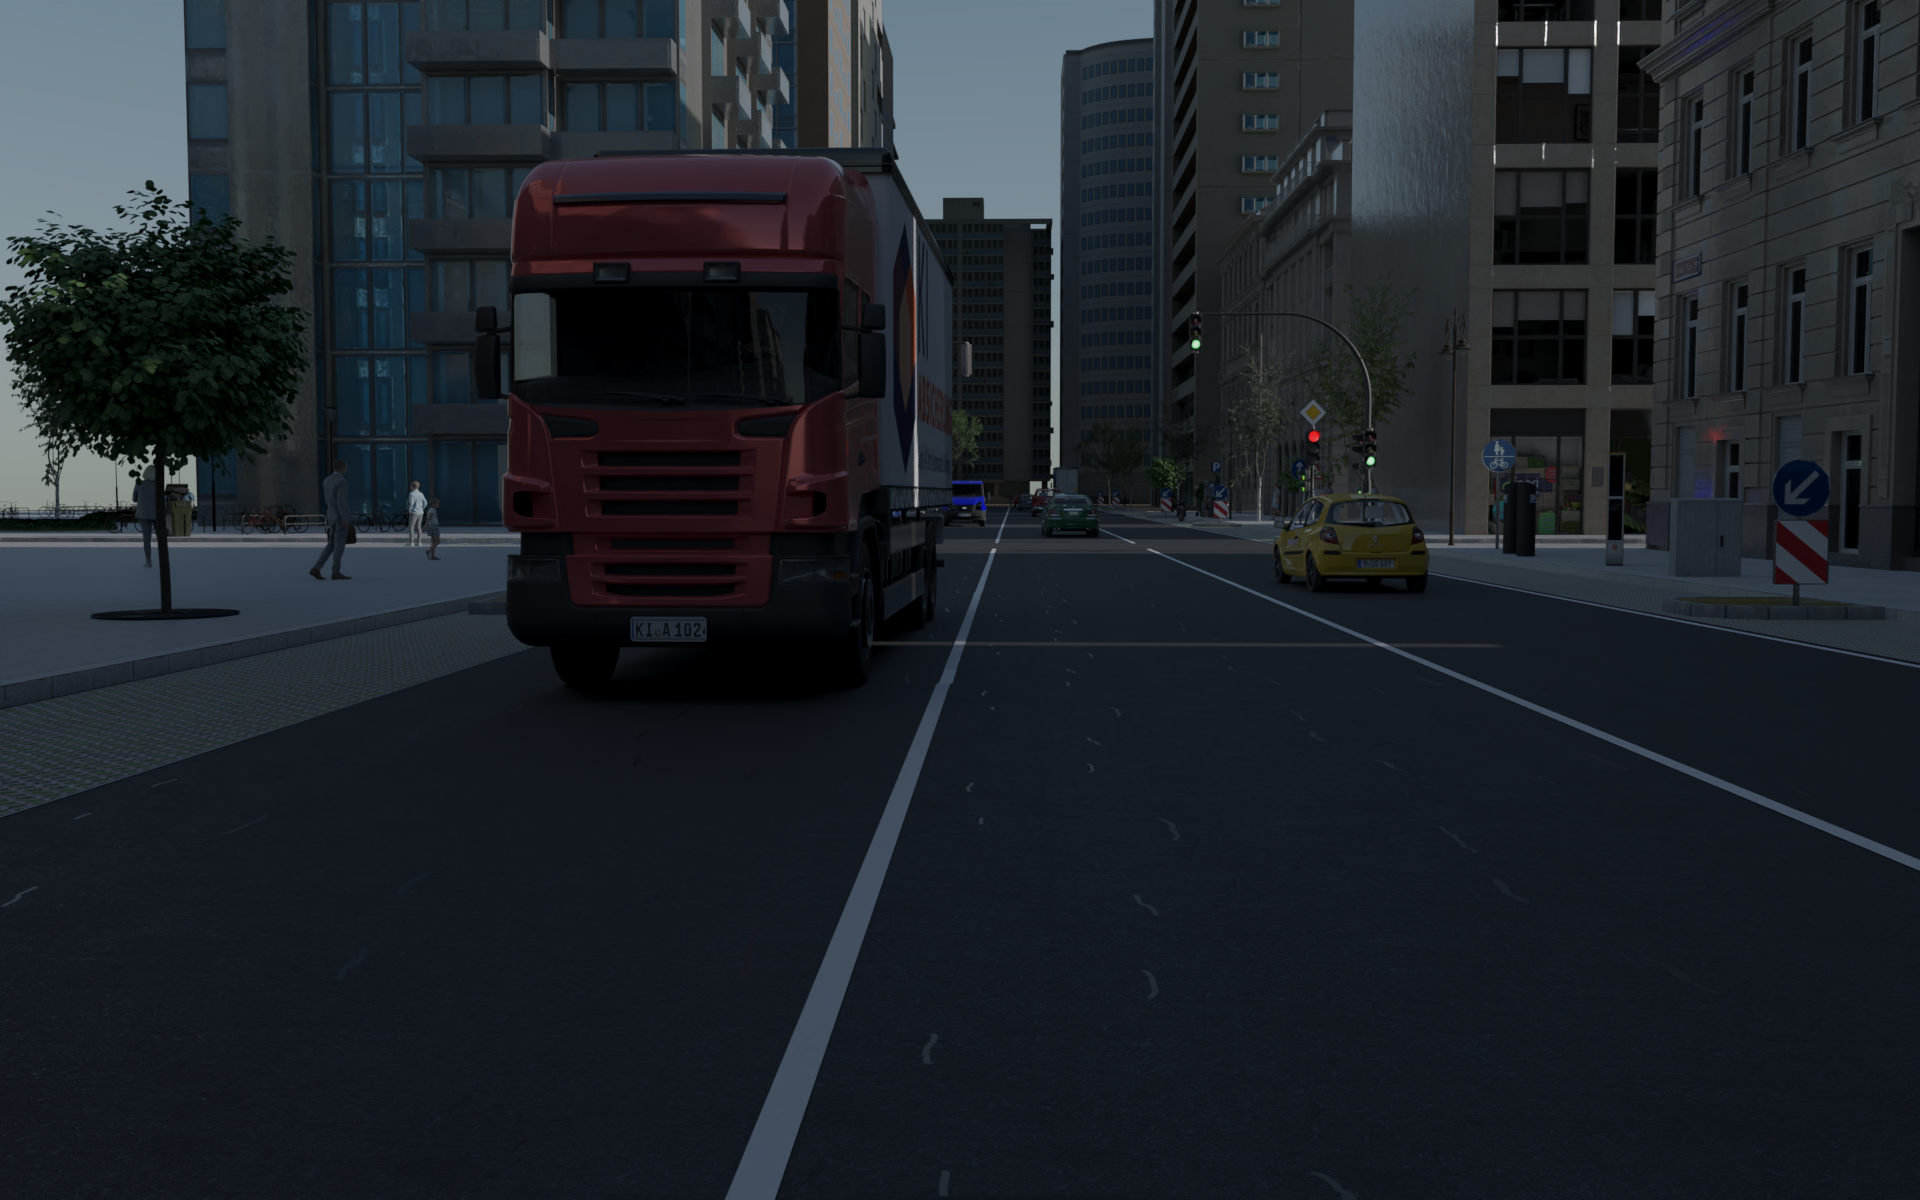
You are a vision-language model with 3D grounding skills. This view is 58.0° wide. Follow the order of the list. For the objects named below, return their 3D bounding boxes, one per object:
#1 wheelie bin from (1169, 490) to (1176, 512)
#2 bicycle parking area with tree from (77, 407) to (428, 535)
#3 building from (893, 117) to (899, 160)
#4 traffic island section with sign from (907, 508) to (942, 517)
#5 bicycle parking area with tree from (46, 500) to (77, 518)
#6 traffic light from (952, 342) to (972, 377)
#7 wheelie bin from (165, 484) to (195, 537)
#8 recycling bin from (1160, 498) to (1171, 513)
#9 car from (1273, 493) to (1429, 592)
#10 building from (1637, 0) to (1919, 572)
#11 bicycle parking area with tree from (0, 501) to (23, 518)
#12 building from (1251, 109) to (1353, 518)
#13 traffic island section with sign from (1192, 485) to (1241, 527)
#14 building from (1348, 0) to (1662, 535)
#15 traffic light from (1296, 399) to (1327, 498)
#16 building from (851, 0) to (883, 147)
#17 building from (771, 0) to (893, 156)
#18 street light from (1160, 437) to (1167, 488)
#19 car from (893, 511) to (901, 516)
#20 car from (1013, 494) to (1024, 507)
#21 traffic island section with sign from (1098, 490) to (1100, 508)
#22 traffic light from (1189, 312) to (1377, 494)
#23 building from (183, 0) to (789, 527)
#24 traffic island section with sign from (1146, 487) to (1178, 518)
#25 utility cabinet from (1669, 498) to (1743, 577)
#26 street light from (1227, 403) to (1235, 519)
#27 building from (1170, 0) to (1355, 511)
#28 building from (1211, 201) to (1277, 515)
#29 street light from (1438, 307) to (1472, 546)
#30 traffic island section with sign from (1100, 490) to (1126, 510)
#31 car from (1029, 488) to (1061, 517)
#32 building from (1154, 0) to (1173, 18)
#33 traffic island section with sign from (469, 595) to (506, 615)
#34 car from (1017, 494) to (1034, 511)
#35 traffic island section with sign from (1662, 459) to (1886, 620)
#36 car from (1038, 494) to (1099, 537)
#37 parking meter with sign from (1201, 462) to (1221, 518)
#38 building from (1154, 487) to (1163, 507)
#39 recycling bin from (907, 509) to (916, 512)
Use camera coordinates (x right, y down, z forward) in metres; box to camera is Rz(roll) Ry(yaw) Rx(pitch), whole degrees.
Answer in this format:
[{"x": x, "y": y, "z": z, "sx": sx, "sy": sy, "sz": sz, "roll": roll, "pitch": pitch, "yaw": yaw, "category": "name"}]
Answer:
[{"x": 14.860, "y": -6.992, "z": 122.230, "sx": 0.693, "sy": 1.594, "sz": 0.980, "roll": 1, "pitch": 4, "yaw": 18, "category": "wheelie bin"}, {"x": -23.014, "y": -4.357, "z": 58.236, "sx": 8.231, "sy": 4.147, "sz": 9.016, "roll": 3, "pitch": 4, "yaw": 36, "category": "bicycle parking area with tree"}, {"x": -19.887, "y": -32.654, "z": 188.517, "sx": 28.867, "sy": 44.769, "sz": 22.147, "roll": 0, "pitch": 4, "yaw": 2, "category": "building"}, {"x": -2.197, "y": -5.863, "z": 104.492, "sx": 1.989, "sy": 1.847, "sz": 2.006, "roll": 0, "pitch": 4, "yaw": 2, "category": "traffic island section with sign"}, {"x": -44.978, "y": -6.609, "z": 95.063, "sx": 9.016, "sy": 4.147, "sz": 8.231, "roll": -3, "pitch": 5, "yaw": -44, "category": "bicycle parking area with tree"}, {"x": -2.033, "y": -4.718, "z": 51.799, "sx": 4.771, "sy": 5.953, "sz": 1.251, "roll": 0, "pitch": 4, "yaw": 2, "category": "traffic light"}, {"x": -23.469, "y": -2.700, "z": 52.058, "sx": 0.693, "sy": 1.594, "sz": 0.980, "roll": 3, "pitch": 5, "yaw": 43, "category": "wheelie bin"}, {"x": 14.323, "y": -6.603, "z": 120.520, "sx": 0.722, "sy": 1.027, "sz": 0.722, "roll": 0, "pitch": 4, "yaw": 5, "category": "recycling bin"}, {"x": 5.953, "y": -1.010, "z": 26.731, "sx": 2.015, "sy": 1.641, "sz": 3.980, "roll": 0, "pitch": 3, "yaw": 0, "category": "car"}, {"x": 21.170, "y": -14.058, "z": 27.111, "sx": 12.463, "sy": 27.353, "sz": 25.104, "roll": 0, "pitch": 4, "yaw": 2, "category": "building"}, {"x": -50.384, "y": -5.948, "z": 84.247, "sx": 8.231, "sy": 4.147, "sz": 9.016, "roll": -3, "pitch": 5, "yaw": -41, "category": "bicycle parking area with tree"}, {"x": 23.812, "y": -15.335, "z": 92.531, "sx": 13.314, "sy": 21.916, "sz": 24.055, "roll": 0, "pitch": 4, "yaw": 2, "category": "building"}, {"x": 11.244, "y": -4.126, "z": 76.089, "sx": 1.989, "sy": 1.847, "sz": 2.006, "roll": 0, "pitch": 4, "yaw": 2, "category": "traffic island section with sign"}, {"x": 33.103, "y": -15.776, "z": 62.459, "sx": 34.151, "sy": 26.468, "sz": 19.350, "roll": 0, "pitch": 4, "yaw": 2, "category": "building"}, {"x": 10.428, "y": -3.821, "z": 51.390, "sx": 0.839, "sy": 4.253, "sz": 0.868, "roll": 0, "pitch": 4, "yaw": 2, "category": "traffic light"}, {"x": -20.417, "y": -33.730, "z": 140.731, "sx": 28.713, "sy": 52.752, "sz": 27.495, "roll": 0, "pitch": 4, "yaw": 2, "category": "building"}, {"x": -13.572, "y": -31.294, "z": 161.767, "sx": 14.600, "sy": 45.320, "sz": 14.200, "roll": 0, "pitch": 4, "yaw": 2, "category": "building"}, {"x": 14.739, "y": -9.328, "z": 125.303, "sx": 0.468, "sy": 5.910, "sz": 1.993, "roll": 0, "pitch": 4, "yaw": 2, "category": "street light"}, {"x": -3.334, "y": -3.911, "z": 73.536, "sx": 1.945, "sy": 1.707, "sz": 3.694, "roll": 0, "pitch": 4, "yaw": 3, "category": "car"}, {"x": 7.131, "y": -11.687, "z": 200.116, "sx": 2.155, "sy": 1.783, "sz": 4.494, "roll": 0, "pitch": 4, "yaw": 3, "category": "car"}, {"x": 14.540, "y": -10.527, "z": 180.743, "sx": 1.989, "sy": 1.847, "sz": 2.006, "roll": 0, "pitch": 4, "yaw": 2, "category": "traffic island section with sign"}, {"x": 8.084, "y": -4.200, "z": 43.333, "sx": 4.771, "sy": 5.953, "sz": 1.251, "roll": 0, "pitch": 4, "yaw": 2, "category": "traffic light"}, {"x": -20.005, "y": -28.142, "z": 79.723, "sx": 23.786, "sy": 49.044, "sz": 30.456, "roll": 0, "pitch": 4, "yaw": 2, "category": "building"}, {"x": 12.095, "y": -5.774, "z": 103.031, "sx": 1.989, "sy": 1.847, "sz": 2.006, "roll": 0, "pitch": 4, "yaw": 2, "category": "traffic island section with sign"}, {"x": 11.618, "y": -0.968, "z": 26.981, "sx": 1.020, "sy": 1.237, "sz": 0.306, "roll": 0, "pitch": 4, "yaw": -1, "category": "utility cabinet"}, {"x": 13.707, "y": -7.022, "z": 87.591, "sx": 0.468, "sy": 5.910, "sz": 1.993, "roll": 0, "pitch": 4, "yaw": 2, "category": "street light"}, {"x": 28.451, "y": -31.439, "z": 137.733, "sx": 21.300, "sy": 48.544, "sz": 21.600, "roll": 0, "pitch": 4, "yaw": 2, "category": "building"}, {"x": 23.642, "y": -17.069, "z": 115.236, "sx": 11.583, "sy": 22.565, "sz": 21.152, "roll": 0, "pitch": 4, "yaw": 2, "category": "building"}, {"x": 12.243, "y": -4.293, "z": 42.980, "sx": 0.468, "sy": 5.910, "sz": 1.993, "roll": 0, "pitch": 4, "yaw": 2, "category": "street light"}, {"x": 13.687, "y": -8.874, "z": 153.712, "sx": 1.989, "sy": 1.847, "sz": 2.006, "roll": 0, "pitch": 4, "yaw": 2, "category": "traffic island section with sign"}, {"x": 5.534, "y": -6.168, "z": 109.524, "sx": 2.281, "sy": 1.827, "sz": 5.304, "roll": 0, "pitch": 4, "yaw": 2, "category": "car"}, {"x": 30.884, "y": -39.223, "z": 183.290, "sx": 21.231, "sy": 58.520, "sz": 28.212, "roll": 0, "pitch": 4, "yaw": 2, "category": "building"}, {"x": -4.790, "y": -0.779, "z": 21.357, "sx": 1.989, "sy": 1.847, "sz": 2.006, "roll": 0, "pitch": 4, "yaw": 2, "category": "traffic island section with sign"}, {"x": 5.920, "y": -8.401, "z": 149.356, "sx": 2.014, "sy": 1.417, "sz": 4.499, "roll": 0, "pitch": 4, "yaw": 1, "category": "car"}, {"x": 9.502, "y": -0.728, "z": 20.526, "sx": 1.989, "sy": 1.847, "sz": 2.006, "roll": 0, "pitch": 4, "yaw": 2, "category": "traffic island section with sign"}, {"x": 3.751, "y": -2.905, "z": 59.302, "sx": 2.131, "sy": 1.459, "sz": 4.920, "roll": 0, "pitch": 4, "yaw": 0, "category": "car"}, {"x": 13.667, "y": -6.023, "z": 94.743, "sx": 0.543, "sy": 3.016, "sz": 1.738, "roll": -1, "pitch": 4, "yaw": -15, "category": "parking meter with sign"}, {"x": 29.061, "y": -44.057, "z": 158.583, "sx": 20.563, "sy": 71.187, "sz": 20.611, "roll": 0, "pitch": 4, "yaw": 2, "category": "building"}, {"x": -3.667, "y": -6.907, "z": 125.481, "sx": 0.722, "sy": 1.027, "sz": 0.722, "roll": 2, "pitch": 4, "yaw": 24, "category": "recycling bin"}]
